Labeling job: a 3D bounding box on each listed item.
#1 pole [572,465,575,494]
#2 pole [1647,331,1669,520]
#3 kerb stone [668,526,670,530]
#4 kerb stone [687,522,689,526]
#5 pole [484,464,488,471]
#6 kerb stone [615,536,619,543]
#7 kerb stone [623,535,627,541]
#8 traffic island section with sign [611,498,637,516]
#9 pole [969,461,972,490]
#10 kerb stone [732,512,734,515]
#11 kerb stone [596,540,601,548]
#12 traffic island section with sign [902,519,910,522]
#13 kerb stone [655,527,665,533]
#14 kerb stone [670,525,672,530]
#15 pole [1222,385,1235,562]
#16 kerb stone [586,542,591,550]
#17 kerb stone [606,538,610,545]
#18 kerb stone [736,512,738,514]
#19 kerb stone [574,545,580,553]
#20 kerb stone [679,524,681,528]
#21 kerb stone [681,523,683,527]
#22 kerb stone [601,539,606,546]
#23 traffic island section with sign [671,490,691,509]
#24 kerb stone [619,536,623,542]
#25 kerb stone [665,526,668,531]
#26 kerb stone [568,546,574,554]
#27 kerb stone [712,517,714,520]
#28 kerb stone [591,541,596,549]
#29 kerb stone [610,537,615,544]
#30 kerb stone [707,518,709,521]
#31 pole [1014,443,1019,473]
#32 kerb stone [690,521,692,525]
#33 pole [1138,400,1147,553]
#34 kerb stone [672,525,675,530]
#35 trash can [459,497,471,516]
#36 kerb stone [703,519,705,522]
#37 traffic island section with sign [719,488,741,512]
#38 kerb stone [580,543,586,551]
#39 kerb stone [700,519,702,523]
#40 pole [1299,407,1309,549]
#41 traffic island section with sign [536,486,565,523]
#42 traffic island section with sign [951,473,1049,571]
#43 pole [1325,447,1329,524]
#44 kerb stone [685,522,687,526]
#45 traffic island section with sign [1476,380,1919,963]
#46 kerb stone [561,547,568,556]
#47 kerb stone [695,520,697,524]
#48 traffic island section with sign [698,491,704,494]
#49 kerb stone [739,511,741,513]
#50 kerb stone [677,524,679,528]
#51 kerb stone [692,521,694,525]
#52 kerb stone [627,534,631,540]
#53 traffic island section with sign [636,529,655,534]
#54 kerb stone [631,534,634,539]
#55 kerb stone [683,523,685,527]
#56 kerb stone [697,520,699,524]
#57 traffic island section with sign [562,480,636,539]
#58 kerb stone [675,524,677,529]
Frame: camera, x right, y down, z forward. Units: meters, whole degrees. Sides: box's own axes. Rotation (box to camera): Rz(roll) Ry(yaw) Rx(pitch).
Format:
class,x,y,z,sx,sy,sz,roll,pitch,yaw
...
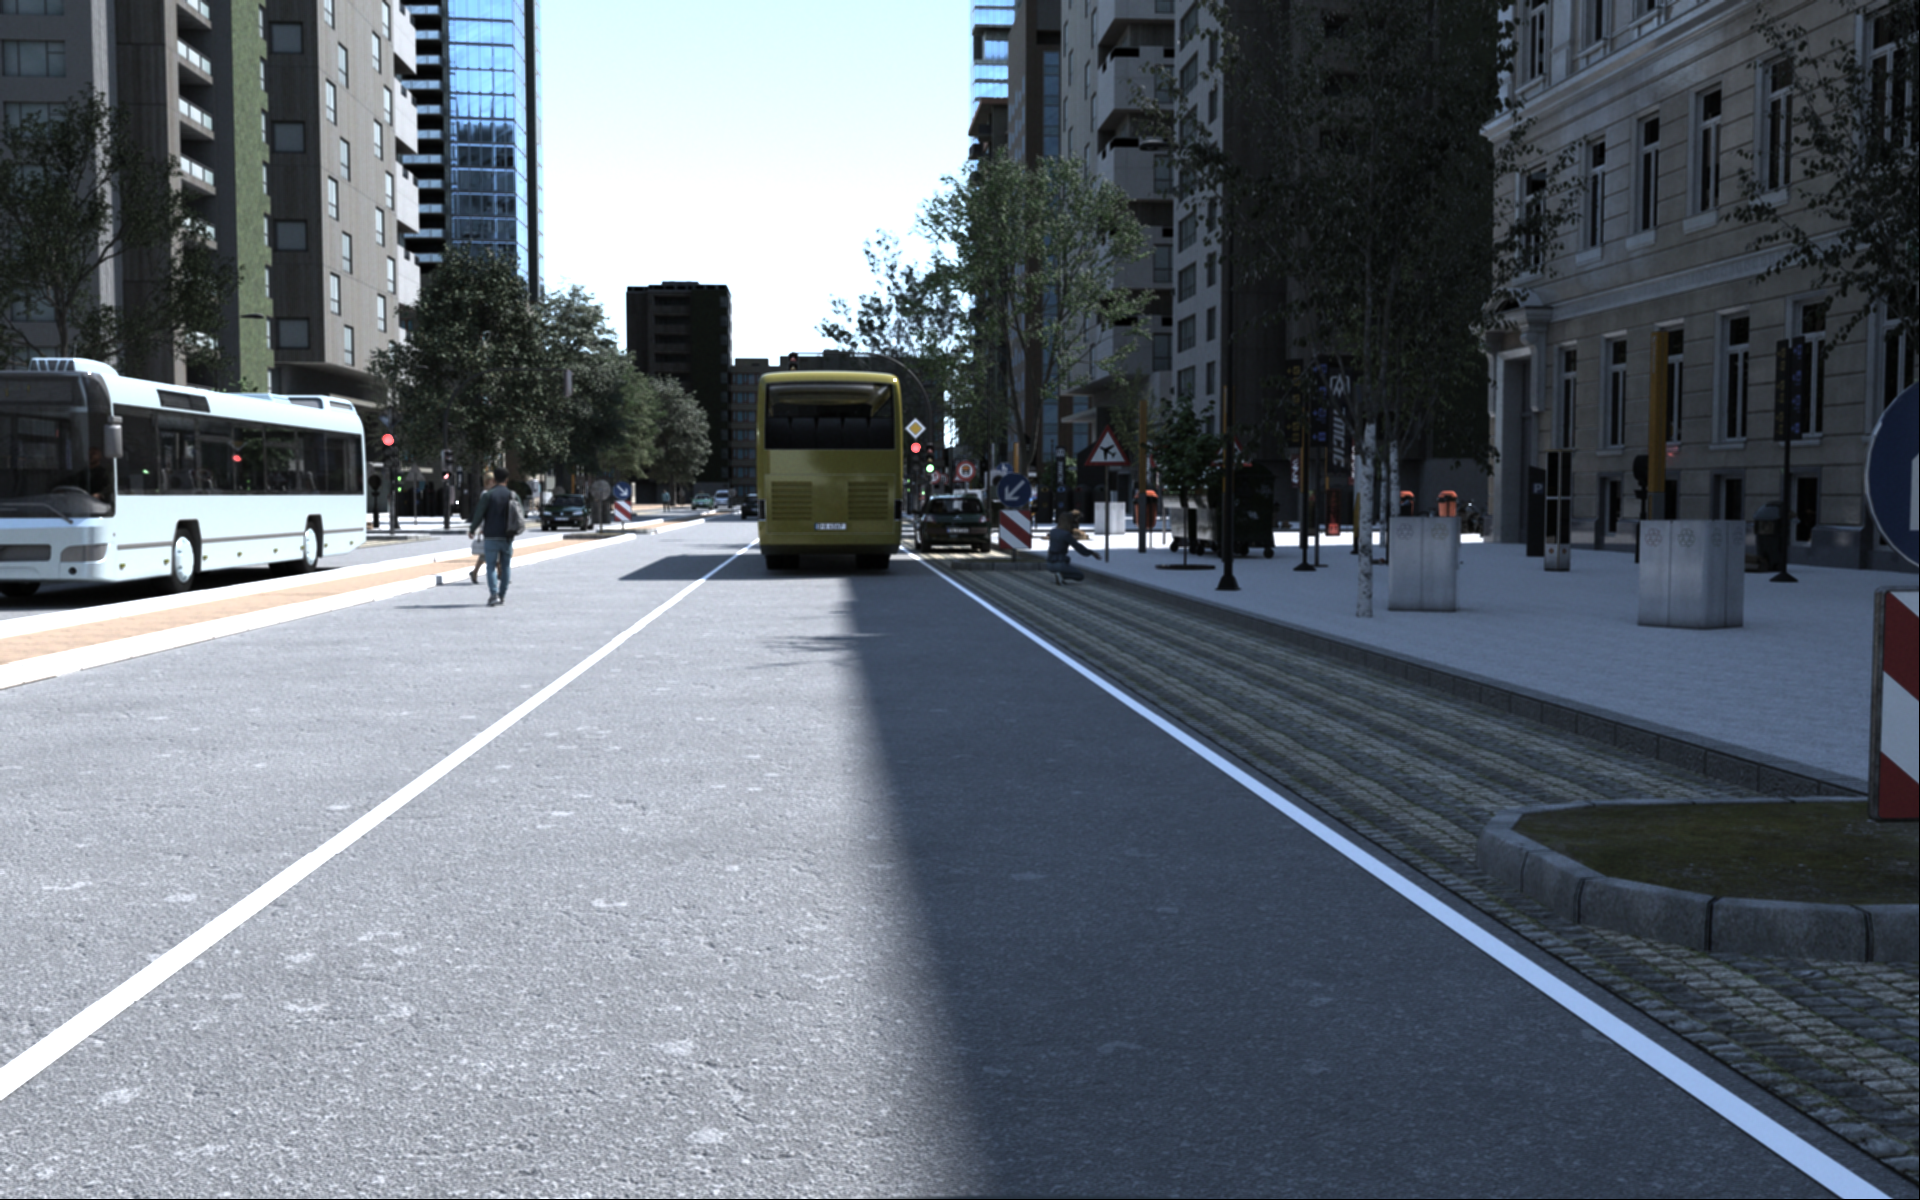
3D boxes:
class,x,y,z,sx,sy,sz,roll,pitch,yaw
pole,-25.385,-7.329,113.677,0.158,3.312,0.155,0,3,0
pole,8.793,-1.713,21.856,0.158,3.312,0.155,0,3,0
kerb stone,-11.467,-2.756,67.264,0.120,0.150,1.000,0,4,-5
kerb stone,-12.191,-3.320,76.481,0.120,0.150,1.000,0,4,-5
pole,-29.891,-7.061,109.286,0.158,3.312,0.155,0,3,0
kerb stone,-10.111,-1.724,50.377,0.120,0.150,1.000,0,4,-5
kerb stone,-10.272,-1.848,52.416,0.120,0.150,1.000,0,4,-5
traffic island section with sign,-22.332,-6.444,113.991,1.989,1.847,2.006,0,4,-5
pole,0.670,-6.997,108.243,0.158,3.312,0.155,0,3,0
kerb stone,-15.300,-5.690,115.314,0.120,0.150,1.000,0,4,-5
kerb stone,-9.789,-1.474,46.301,0.120,0.150,1.000,0,4,-5
traffic island section with sign,-3.601,-4.903,88.792,1.989,1.847,2.006,0,4,-5
kerb stone,-11.294,-2.631,65.221,0.120,0.150,1.000,0,4,-5
kerb stone,-11.543,-2.817,68.294,0.120,0.150,1.000,0,4,-5
pole,5.042,-2.367,32.539,0.158,3.312,0.155,0,3,0
kerb stone,-9.625,-1.349,44.259,0.120,0.150,1.000,0,4,-5
kerb stone,-9.950,-1.599,48.339,0.120,0.150,1.000,0,4,-5
kerb stone,-15.706,-6.007,120.414,0.120,0.150,1.000,0,4,-5
kerb stone,-9.460,-1.224,42.210,0.120,0.150,1.000,0,4,-5
kerb stone,-11.866,-3.070,72.390,0.120,0.150,1.000,0,4,-5
kerb stone,-11.950,-3.128,73.409,0.120,0.150,1.000,0,4,-5
kerb stone,-9.867,-1.537,47.320,0.120,0.150,1.000,0,4,-5
traffic island section with sign,-26.373,-9.530,164.437,1.989,1.847,2.006,0,4,-5
kerb stone,-10.186,-1.785,51.398,0.120,0.150,1.000,0,4,-5
kerb stone,-11.377,-2.690,66.246,0.120,0.150,1.000,0,4,-5
kerb stone,-9.376,-1.162,41.192,0.120,0.150,1.000,0,4,-5
kerb stone,-13.588,-4.383,93.880,0.120,0.150,1.000,0,4,-5
kerb stone,-9.706,-1.412,45.277,0.120,0.150,1.000,0,4,-5
kerb stone,-10.033,-1.658,49.359,0.120,0.150,1.000,0,4,-5
kerb stone,-13.262,-4.134,89.787,0.120,0.150,1.000,0,4,-5
pole,2.229,-4.581,68.736,0.158,3.312,0.155,0,3,0
kerb stone,-12.361,-3.445,78.521,0.120,0.150,1.000,0,4,-5
pole,3.982,-2.687,37.769,0.158,3.312,0.155,0,3,0
kerb stone,-11.624,-2.882,69.313,0.120,0.150,1.000,0,4,-5
trash can,-28.076,-5.298,98.273,0.748,1.137,0.748,0,3,0
kerb stone,-13.010,-3.947,86.722,0.120,0.150,1.000,0,4,-5
traffic island section with sign,-18.134,-7.920,137.635,2.006,1.907,1.989,0,4,-5
kerb stone,-9.539,-1.287,43.236,0.120,0.150,1.000,0,4,-5
kerb stone,-12.846,-3.819,84.675,0.120,0.150,1.000,0,4,-5
pole,8.091,-2.865,40.678,0.158,3.312,0.155,0,3,0
traffic island section with sign,-20.194,-4.801,87.120,1.989,1.847,2.006,0,4,-5
traffic island section with sign,0.852,-1.496,33.094,1.989,1.847,2.006,0,4,-5
pole,14.885,-4.671,70.213,0.158,3.312,0.155,0,3,0
kerb stone,-12.115,-3.255,75.461,0.120,0.150,1.000,0,4,-5
traffic island section with sign,2.997,0.147,6.224,1.989,1.847,2.006,0,4,-5
kerb stone,-9.291,-1.099,40.166,0.120,0.150,1.000,0,4,-5
kerb stone,-12.610,-3.633,81.611,0.120,0.150,1.000,0,4,-5
traffic island section with sign,-28.513,-11.173,191.307,1.989,1.847,2.006,0,4,-5
kerb stone,-16.040,-6.258,124.508,0.120,0.150,1.000,0,4,-5
kerb stone,-11.785,-3.007,71.363,0.120,0.150,1.000,0,4,-5
kerb stone,-12.436,-3.506,79.544,0.120,0.150,1.000,0,4,-5
kerb stone,-10.353,-1.911,53.440,0.120,0.150,1.000,0,4,-5
traffic island section with sign,-12.141,-3.339,62.735,2.006,1.907,1.989,0,4,-5
kerb stone,-10.436,-1.973,54.459,0.120,0.150,1.000,0,4,-5
kerb stone,-12.030,-3.189,74.437,0.120,0.150,1.000,0,4,-5
kerb stone,-12.688,-3.697,82.634,0.120,0.150,1.000,0,4,-5
traffic island section with sign,-11.561,-2.888,55.350,2.006,1.907,1.989,0,4,-5
kerb stone,-11.706,-2.943,70.332,0.120,0.150,1.000,0,4,-5
